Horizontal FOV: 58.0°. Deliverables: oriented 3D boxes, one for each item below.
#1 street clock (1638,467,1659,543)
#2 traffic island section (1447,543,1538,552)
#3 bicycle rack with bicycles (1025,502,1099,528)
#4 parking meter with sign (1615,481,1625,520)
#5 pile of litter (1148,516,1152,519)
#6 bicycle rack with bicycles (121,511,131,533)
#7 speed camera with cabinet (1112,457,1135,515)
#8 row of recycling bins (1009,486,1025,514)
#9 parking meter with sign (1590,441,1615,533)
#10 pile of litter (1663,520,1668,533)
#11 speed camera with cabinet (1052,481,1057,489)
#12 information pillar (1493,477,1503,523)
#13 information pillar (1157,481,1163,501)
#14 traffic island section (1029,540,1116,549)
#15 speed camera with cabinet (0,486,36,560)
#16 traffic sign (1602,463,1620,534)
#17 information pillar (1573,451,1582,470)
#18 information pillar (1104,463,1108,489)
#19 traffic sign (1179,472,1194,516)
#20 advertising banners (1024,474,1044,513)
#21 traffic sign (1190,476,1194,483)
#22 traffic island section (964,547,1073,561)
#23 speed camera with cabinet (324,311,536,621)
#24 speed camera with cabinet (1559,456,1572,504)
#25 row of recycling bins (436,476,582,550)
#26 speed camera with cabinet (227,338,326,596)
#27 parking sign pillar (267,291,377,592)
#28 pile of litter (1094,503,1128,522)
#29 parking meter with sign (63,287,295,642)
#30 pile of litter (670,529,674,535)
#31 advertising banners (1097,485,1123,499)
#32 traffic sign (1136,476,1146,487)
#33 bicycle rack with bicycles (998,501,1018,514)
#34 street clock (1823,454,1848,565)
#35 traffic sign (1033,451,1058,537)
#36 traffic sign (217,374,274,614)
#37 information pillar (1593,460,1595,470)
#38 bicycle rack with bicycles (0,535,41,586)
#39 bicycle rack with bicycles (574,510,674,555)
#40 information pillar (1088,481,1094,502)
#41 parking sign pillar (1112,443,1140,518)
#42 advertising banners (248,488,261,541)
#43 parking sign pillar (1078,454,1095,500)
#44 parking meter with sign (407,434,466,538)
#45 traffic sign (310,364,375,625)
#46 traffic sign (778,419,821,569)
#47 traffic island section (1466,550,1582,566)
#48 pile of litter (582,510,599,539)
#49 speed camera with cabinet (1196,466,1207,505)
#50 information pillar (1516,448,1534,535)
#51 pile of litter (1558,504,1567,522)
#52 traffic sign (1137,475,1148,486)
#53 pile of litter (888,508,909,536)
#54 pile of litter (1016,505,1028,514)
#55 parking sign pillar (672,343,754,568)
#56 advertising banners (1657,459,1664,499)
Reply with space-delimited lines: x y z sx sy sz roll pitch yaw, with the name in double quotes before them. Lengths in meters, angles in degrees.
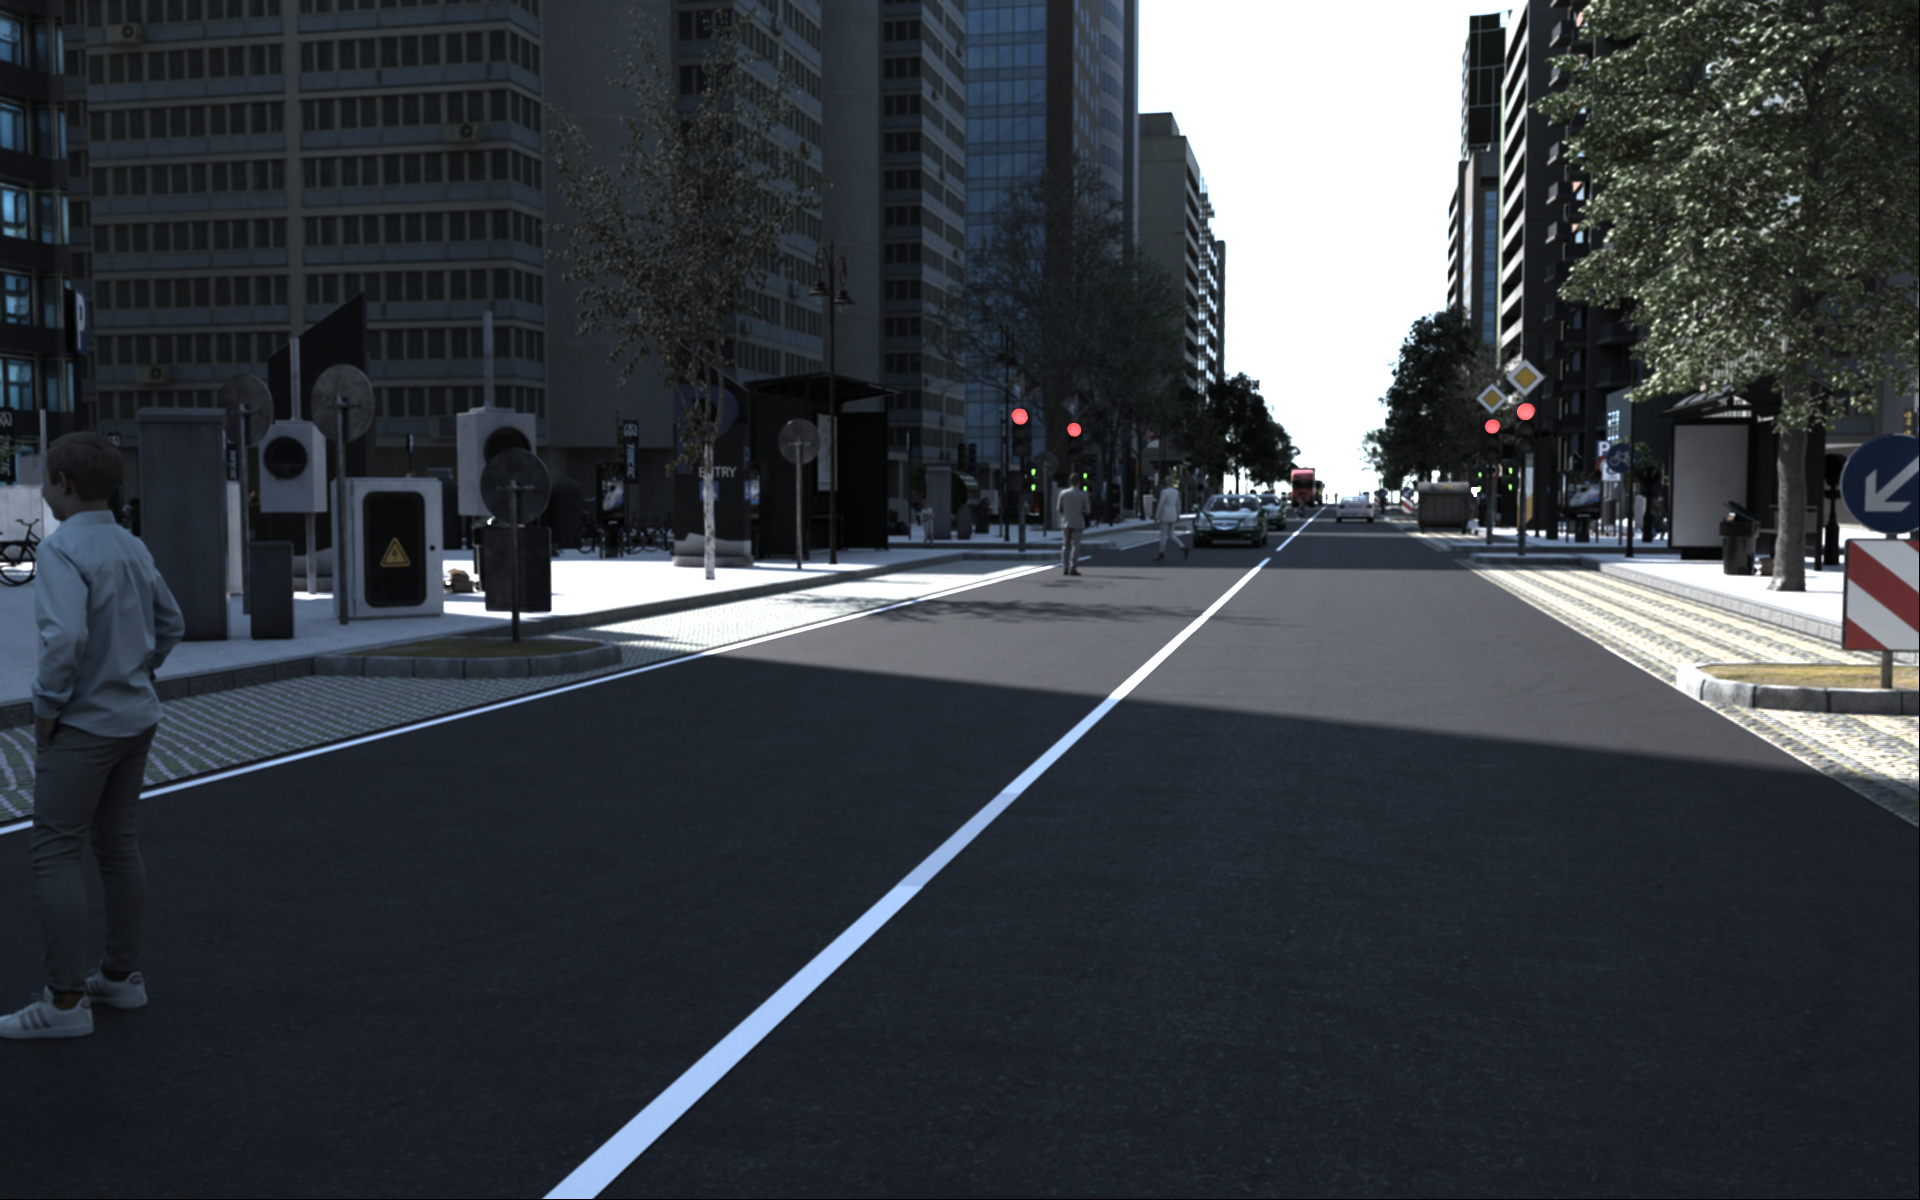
"street clock" 18.230 -2.527 45.892 0.471 2.002 0.358 -1 4 -9
"traffic island section" 13.460 -1.327 43.978 2.009 0.180 2.903 1 4 12
"bicycle rack with bicycles" 4.073 -3.247 66.468 2.925 0.926 2.852 0 4 -5
"parking meter with sign" 32.540 -5.524 86.584 0.543 3.016 1.738 -1 4 -21
"pile of litter" 10.196 -4.554 88.420 1.176 0.858 1.719 1 4 13
"bicycle rack with bicycles" -24.797 -2.487 54.052 2.925 0.926 2.852 -2 4 -35
"speed camera with cabinet" 8.758 -6.108 94.204 0.660 3.252 2.038 3 4 38
"row of recycling bins" 2.880 -5.314 93.995 1.069 1.692 3.534 0 4 -4
"parking meter with sign" 20.805 -3.731 57.257 0.543 3.016 1.738 -1 4 -9
"pile of litter" 24.043 -2.660 57.460 1.719 0.858 1.176 0 4 -6
"speed camera with cabinet" 6.631 -7.764 121.274 0.660 3.252 2.038 -1 4 -9
"information pillar" 22.735 -4.184 72.906 0.304 2.012 0.304 2 4 27
"information pillar" 11.187 -5.650 96.872 0.304 2.012 0.304 0 4 0
"traffic island section" 3.065 -1.466 46.250 2.009 0.180 2.903 1 4 12
"speed camera with cabinet" -18.799 -2.424 33.974 2.038 3.252 0.660 0 4 5
"traffic sign" 20.867 -3.263 55.473 0.606 2.300 0.079 1 4 18
"information pillar" 33.643 -6.304 94.419 0.183 3.616 0.504 -3 4 -36
"information pillar" 10.317 -7.959 121.486 0.504 3.616 0.183 3 4 36
"traffic sign" 13.198 -6.168 100.850 0.884 2.594 0.081 1 4 18
"advertising banners" 5.126 -7.234 114.467 2.074 3.025 0.090 2 4 24
"traffic sign" 15.637 -7.242 118.509 0.768 2.556 0.104 1 4 13
"traffic island section" 1.357 -0.989 38.449 2.009 0.180 2.903 1 4 12
"speed camera with cabinet" -5.525 -1.463 18.253 2.038 3.252 0.660 -3 5 -39
"speed camera with cabinet" 31.637 -5.951 91.631 0.660 3.252 2.038 -2 4 -28
"row of recycling bins" -10.630 -2.037 40.420 3.534 1.692 1.069 -1 4 -14
"speed camera with cabinet" -9.108 -1.681 21.826 2.038 3.252 0.660 0 4 -3
"parking sign pillar" -8.577 -2.132 23.326 1.447 3.967 1.447 0 4 1
"pile of litter" 7.037 -3.999 79.357 1.719 0.858 1.176 3 4 36
"parking meter with sign" -6.772 -1.154 15.127 1.738 3.016 0.543 -1 4 -18
"pile of litter" -8.733 -2.517 55.123 1.176 0.858 1.719 2 4 24
"advertising banners" 8.978 -6.406 100.922 2.074 3.025 0.090 -1 4 -11
"traffic sign" 10.016 -5.723 95.697 0.606 2.300 0.079 1 4 20
"bicycle rack with bicycles" 2.918 -4.723 90.604 2.925 0.926 2.852 1 4 11
"street clock" 15.720 -1.628 31.192 0.358 2.002 0.471 -2 4 -26
"traffic sign" 2.535 -3.157 51.720 0.768 2.556 0.104 1 4 16
"traffic sign" -7.609 -1.119 18.407 0.768 2.556 0.104 1 4 22
"information pillar" 38.092 -6.864 103.584 0.504 3.616 0.183 3 5 41
"bicycle rack with bicycles" -13.636 -0.629 23.674 2.925 0.926 2.852 0 4 6
"bicycle rack with bicycles" -7.029 -1.496 37.849 2.925 0.926 2.852 -2 4 -35
"information pillar" 7.327 -5.655 96.944 0.304 2.012 0.304 1 4 14
"parking sign pillar" 8.922 -6.311 91.655 1.447 3.967 1.447 0 4 -3
"advertising banners" -15.323 -2.469 36.559 2.074 3.025 0.090 1 4 12
"parking sign pillar" 8.339 -7.782 115.705 1.447 3.967 1.447 3 4 36
"parking meter with sign" -15.107 -3.307 50.325 1.738 3.016 0.543 0 4 -8
"traffic sign" -6.061 -1.031 16.962 0.768 2.556 0.104 1 4 20
"traffic sign" -2.748 -1.800 29.542 0.768 2.556 0.104 1 4 16
"traffic island section" 11.752 -0.850 36.177 2.009 0.180 2.903 1 4 12
"pile of litter" -11.027 -2.176 49.547 1.719 0.858 1.176 -3 5 -40
"speed camera with cabinet" 16.108 -7.710 120.386 2.038 3.252 0.660 1 4 21
"information pillar" 17.504 -3.808 53.608 0.504 3.616 0.183 -1 4 -19
"pile of litter" 27.830 -4.046 80.113 1.176 0.858 1.719 -1 4 -21
"traffic sign" 9.753 -5.533 92.599 0.606 2.300 0.079 1 4 19
"pile of litter" -2.275 -2.429 53.680 1.719 0.858 1.176 -1 4 -18
"pile of litter" 3.050 -4.028 79.827 1.176 0.858 1.719 -1 4 -20
"parking sign pillar" -4.397 -2.584 30.719 1.447 3.967 1.447 1 4 11
"advertising banners" 34.587 -5.462 85.491 0.090 3.025 2.074 2 4 28
